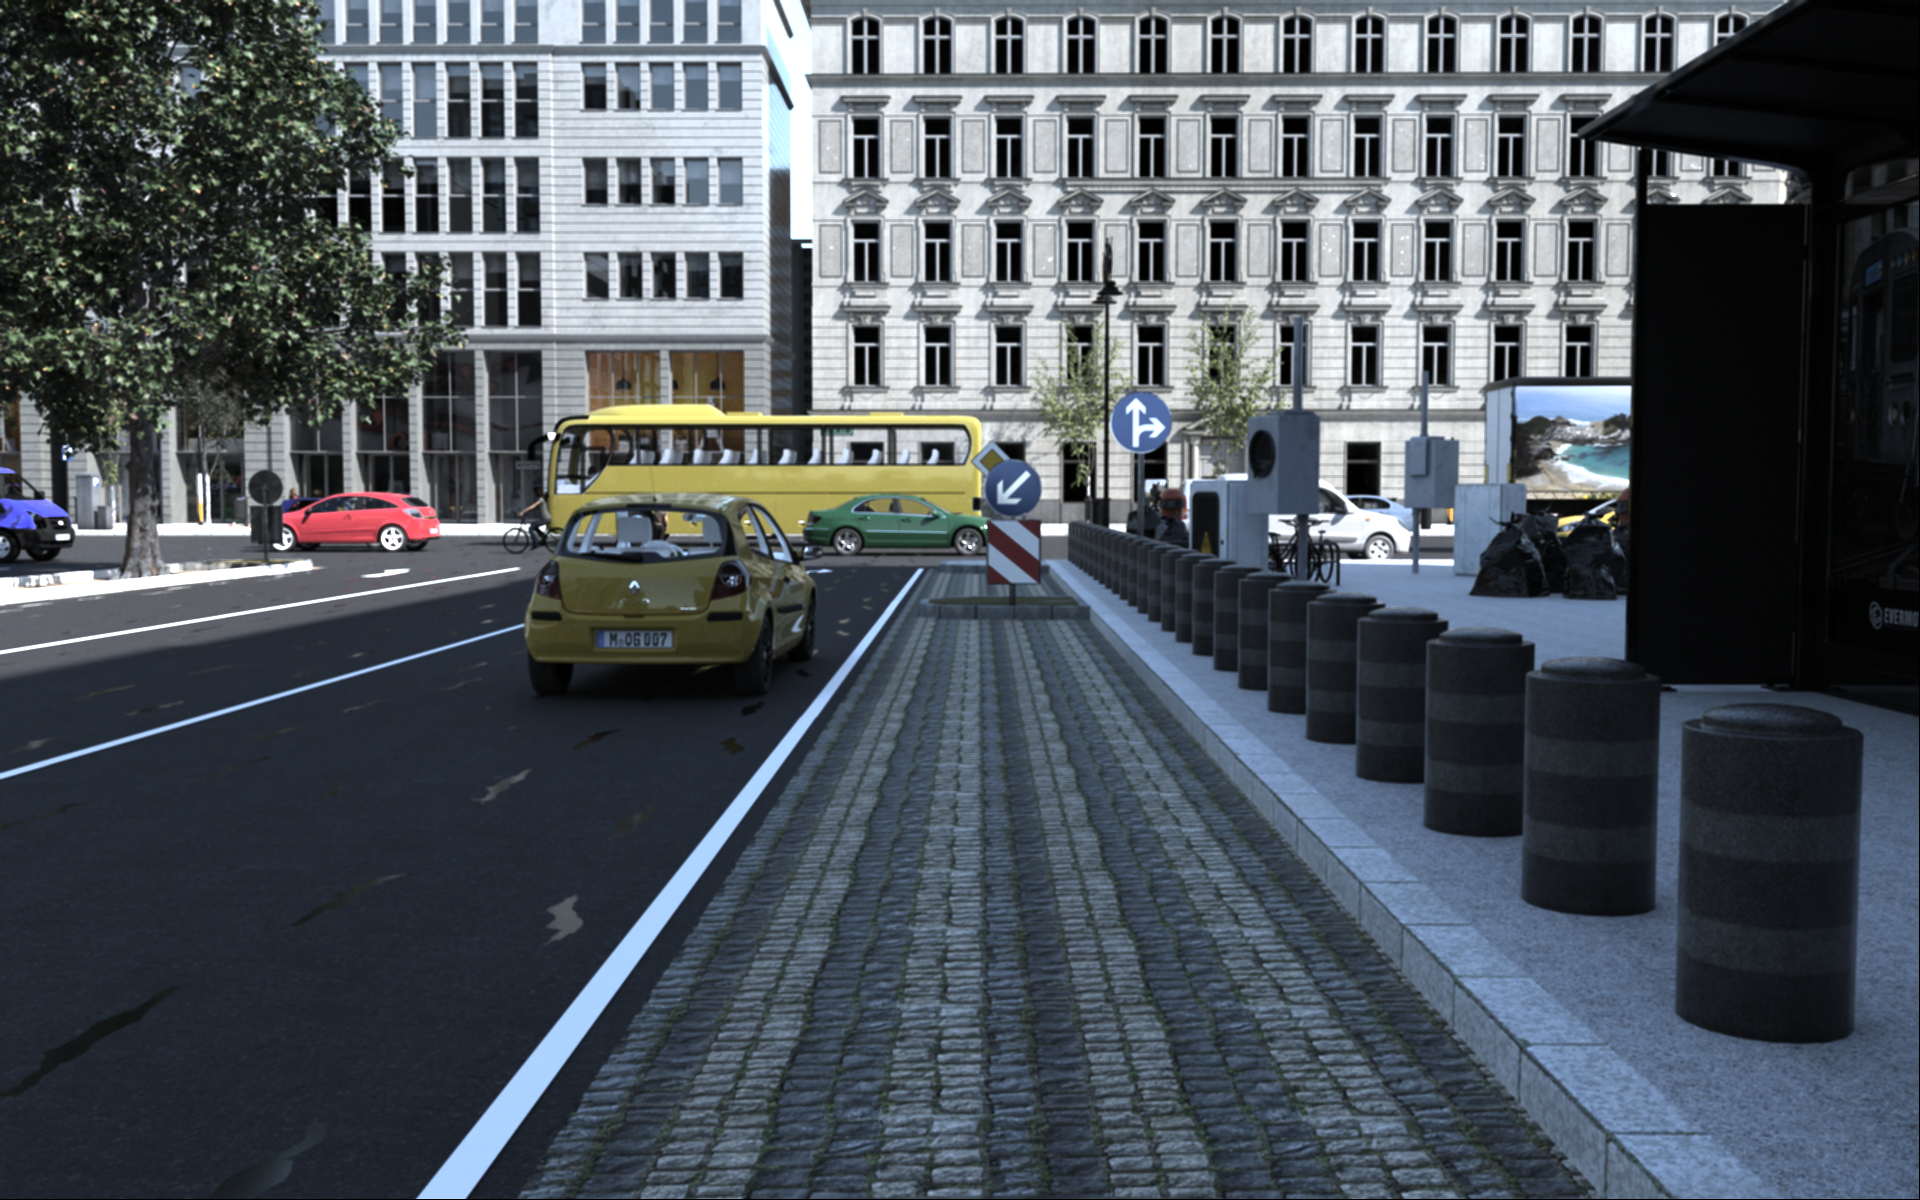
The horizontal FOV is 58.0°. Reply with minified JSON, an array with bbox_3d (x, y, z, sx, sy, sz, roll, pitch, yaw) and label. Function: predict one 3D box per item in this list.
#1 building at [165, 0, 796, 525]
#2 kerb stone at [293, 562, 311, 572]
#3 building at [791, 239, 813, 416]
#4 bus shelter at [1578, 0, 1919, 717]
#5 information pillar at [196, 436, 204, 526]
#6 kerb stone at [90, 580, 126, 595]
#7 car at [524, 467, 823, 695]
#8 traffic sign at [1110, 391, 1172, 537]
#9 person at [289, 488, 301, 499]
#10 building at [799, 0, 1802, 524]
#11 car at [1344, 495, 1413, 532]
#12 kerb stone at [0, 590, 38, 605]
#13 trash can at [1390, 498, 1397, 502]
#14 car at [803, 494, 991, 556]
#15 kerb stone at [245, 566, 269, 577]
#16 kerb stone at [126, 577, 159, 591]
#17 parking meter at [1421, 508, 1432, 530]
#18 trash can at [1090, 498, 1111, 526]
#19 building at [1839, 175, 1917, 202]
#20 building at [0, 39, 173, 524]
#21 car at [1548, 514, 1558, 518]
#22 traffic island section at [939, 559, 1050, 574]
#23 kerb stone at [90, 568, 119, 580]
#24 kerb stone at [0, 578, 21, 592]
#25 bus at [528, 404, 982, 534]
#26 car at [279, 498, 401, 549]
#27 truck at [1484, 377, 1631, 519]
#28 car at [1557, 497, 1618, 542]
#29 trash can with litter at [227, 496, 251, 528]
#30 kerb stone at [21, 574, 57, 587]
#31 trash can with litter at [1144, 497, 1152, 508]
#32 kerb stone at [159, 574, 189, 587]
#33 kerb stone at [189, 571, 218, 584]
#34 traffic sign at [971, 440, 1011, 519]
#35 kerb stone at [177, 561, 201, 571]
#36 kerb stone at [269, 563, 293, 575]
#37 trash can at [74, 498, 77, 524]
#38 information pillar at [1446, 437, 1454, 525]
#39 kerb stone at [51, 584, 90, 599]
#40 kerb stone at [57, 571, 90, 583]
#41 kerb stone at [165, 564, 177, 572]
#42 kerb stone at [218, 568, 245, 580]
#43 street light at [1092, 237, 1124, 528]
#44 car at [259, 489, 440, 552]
[{"bbox_3d":[-22.856,-18.346,77.443,29.804,29.767,11.434,0,4,1],"label":"building"},{"bbox_3d":[-12.343,-0.617,32.279,0.120,0.150,1.000,0,4,1],"label":"kerb stone"},{"bbox_3d":[-30.770,-33.931,246.649,23.993,40.220,32.217,0,4,1],"label":"building"},{"bbox_3d":[4.806,-1.036,8.214,1.731,3.624,6.357,0,4,1],"label":"bus shelter"},{"bbox_3d":[-31.014,-4.847,70.599,0.183,3.616,0.504,-3,4,-37],"label":"information pillar"},{"bbox_3d":[-12.410,-0.175,25.057,0.120,0.150,1.000,0,4,1],"label":"kerb stone"},{"bbox_3d":[-2.161,-0.219,13.802,2.015,1.641,3.980,0,4,2],"label":"car"},{"bbox_3d":[2.253,-1.315,21.604,0.768,2.556,0.104,0,4,6],"label":"traffic sign"},{"bbox_3d":[-21.663,-2.835,56.557,0.444,1.614,0.593,-3,4,-38],"label":"person"},{"bbox_3d":[15.241,-18.605,80.600,44.131,29.872,17.030,0,4,1],"label":"building"},{"bbox_3d":[12.345,-2.652,55.367,4.499,1.417,2.014,0,4,3],"label":"car"},{"bbox_3d":[-12.437,-0.049,22.994,0.120,0.150,1.000,0,4,1],"label":"kerb stone"},{"bbox_3d":[15.545,-3.147,63.100,0.748,1.137,0.748,0,3,0],"label":"trash can"},{"bbox_3d":[-1.250,-1.782,40.933,4.920,1.459,2.131,0,3,0],"label":"car"},{"bbox_3d":[-12.364,-0.488,30.221,0.120,0.150,1.000,0,4,1],"label":"kerb stone"},{"bbox_3d":[-12.404,-0.238,26.092,0.120,0.150,1.000,0,4,1],"label":"kerb stone"},{"bbox_3d":[16.840,-3.312,62.558,0.372,1.533,0.369,0,3,0],"label":"parking meter"},{"bbox_3d":[4.948,-3.010,60.871,0.748,1.137,0.748,0,3,0],"label":"trash can"},{"bbox_3d":[49.285,-17.386,77.772,24.014,27.812,14.314,0,4,1],"label":"building"},{"bbox_3d":[-53.309,-18.357,77.623,29.804,29.767,11.434,0,4,1],"label":"building"},{"bbox_3d":[17.865,-2.107,46.812,4.827,1.381,2.083,0,4,1],"label":"car"},{"bbox_3d":[0.626,-0.617,32.374,2.009,0.180,2.903,0,4,1],"label":"traffic island section"},{"bbox_3d":[-14.477,-0.419,29.131,0.120,0.150,1.000,0,4,1],"label":"kerb stone"},{"bbox_3d":[-14.501,-0.236,26.052,0.120,0.150,1.000,0,4,1],"label":"kerb stone"},{"bbox_3d":[-5.526,-3.460,48.122,12.252,3.916,2.896,0,4,1],"label":"bus"},{"bbox_3d":[-16.534,-2.065,46.342,3.894,1.354,1.945,0,4,1],"label":"car"},{"bbox_3d":[18.835,-3.279,42.521,11.283,4.237,2.839,0,4,2],"label":"truck"},{"bbox_3d":[15.135,-1.762,39.031,3.980,1.641,2.015,0,4,0],"label":"car"},{"bbox_3d":[-27.476,-3.432,67.173,2.233,1.210,1.678,-3,5,-44],"label":"trash can with litter"},{"bbox_3d":[-14.484,-0.299,27.078,0.120,0.150,1.000,0,4,1],"label":"kerb stone"},{"bbox_3d":[7.054,-3.338,65.966,0.624,1.170,1.055,0,4,5],"label":"trash can with litter"},{"bbox_3d":[-12.395,-0.301,27.121,0.120,0.150,1.000,0,4,1],"label":"kerb stone"},{"bbox_3d":[-12.379,-0.364,28.152,0.120,0.150,1.000,0,4,1],"label":"kerb stone"},{"bbox_3d":[0.602,-1.753,32.297,0.795,2.450,0.064,0,4,1],"label":"traffic sign"},{"bbox_3d":[-14.434,-0.606,32.212,0.120,0.150,1.000,0,4,1],"label":"kerb stone"},{"bbox_3d":[-12.343,-0.551,31.246,0.120,0.150,1.000,0,4,1],"label":"kerb stone"},{"bbox_3d":[-36.502,-3.698,72.121,0.748,1.137,0.748,0,3,0],"label":"trash can"},{"bbox_3d":[20.259,-4.910,71.627,0.183,3.616,0.504,-1,4,-9],"label":"information pillar"},{"bbox_3d":[-12.421,-0.111,24.026,0.120,0.150,1.000,0,4,1],"label":"kerb stone"},{"bbox_3d":[-14.476,-0.361,28.104,0.120,0.150,1.000,0,4,1],"label":"kerb stone"},{"bbox_3d":[-14.444,-0.550,31.186,0.120,0.150,1.000,0,4,1],"label":"kerb stone"},{"bbox_3d":[-12.371,-0.428,29.194,0.120,0.150,1.000,0,4,1],"label":"kerb stone"},{"bbox_3d":[2.658,-3.584,31.386,0.468,5.910,1.993,0,4,1],"label":"street light"},{"bbox_3d":[-15.410,-2.109,43.519,4.494,1.783,2.155,0,4,1],"label":"car"}]
